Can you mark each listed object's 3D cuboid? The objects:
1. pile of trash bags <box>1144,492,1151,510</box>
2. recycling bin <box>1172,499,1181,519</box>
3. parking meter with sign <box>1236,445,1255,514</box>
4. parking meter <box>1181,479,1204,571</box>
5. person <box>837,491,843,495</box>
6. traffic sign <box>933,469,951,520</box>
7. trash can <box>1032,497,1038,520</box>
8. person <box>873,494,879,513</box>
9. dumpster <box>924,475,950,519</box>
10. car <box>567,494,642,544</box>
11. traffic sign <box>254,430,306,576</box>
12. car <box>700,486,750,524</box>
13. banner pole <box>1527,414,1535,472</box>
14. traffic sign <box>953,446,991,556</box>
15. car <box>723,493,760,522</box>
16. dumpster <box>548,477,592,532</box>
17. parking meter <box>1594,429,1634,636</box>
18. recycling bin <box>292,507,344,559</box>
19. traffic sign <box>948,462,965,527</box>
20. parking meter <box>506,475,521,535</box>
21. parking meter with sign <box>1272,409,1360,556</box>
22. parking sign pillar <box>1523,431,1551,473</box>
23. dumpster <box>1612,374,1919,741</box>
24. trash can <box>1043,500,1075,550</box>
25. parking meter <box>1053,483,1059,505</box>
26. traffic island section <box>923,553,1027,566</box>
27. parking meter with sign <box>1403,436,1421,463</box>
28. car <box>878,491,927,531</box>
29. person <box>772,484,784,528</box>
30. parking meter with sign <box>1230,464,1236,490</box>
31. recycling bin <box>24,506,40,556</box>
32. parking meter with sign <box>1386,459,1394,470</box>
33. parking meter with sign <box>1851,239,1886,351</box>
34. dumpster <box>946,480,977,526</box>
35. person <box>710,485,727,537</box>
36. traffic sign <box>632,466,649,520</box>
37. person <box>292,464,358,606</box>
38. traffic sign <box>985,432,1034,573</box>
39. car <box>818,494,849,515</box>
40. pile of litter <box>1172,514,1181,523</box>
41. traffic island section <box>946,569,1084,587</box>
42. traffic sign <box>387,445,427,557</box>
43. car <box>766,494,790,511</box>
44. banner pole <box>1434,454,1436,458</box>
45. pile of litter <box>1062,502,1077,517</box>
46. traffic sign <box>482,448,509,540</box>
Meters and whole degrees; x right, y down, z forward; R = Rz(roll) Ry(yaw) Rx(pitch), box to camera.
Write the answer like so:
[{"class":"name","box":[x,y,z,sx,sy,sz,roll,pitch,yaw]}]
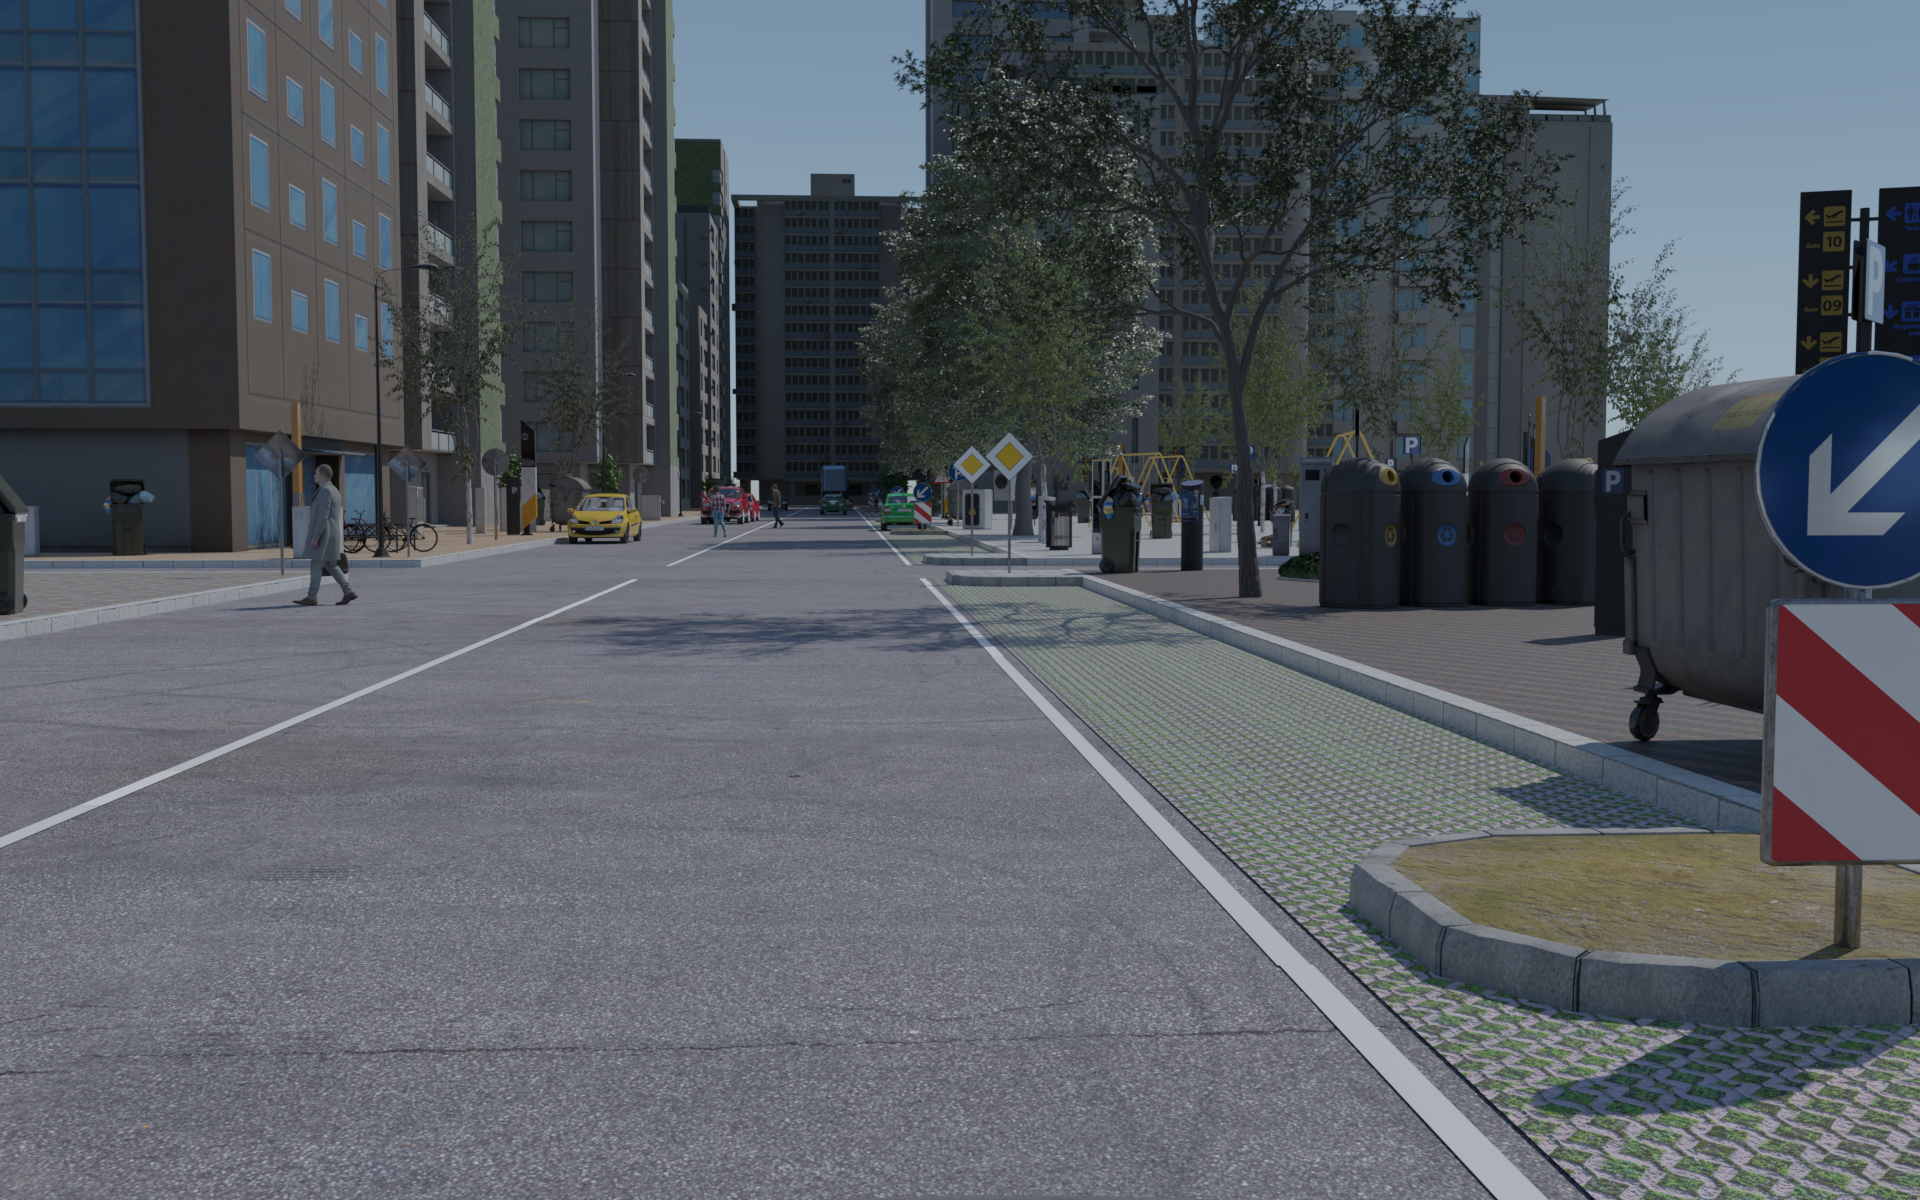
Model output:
[{"class":"pile of trash bags","box":[10.602,-4.781,87.928,1.912,1.369,3.447,-3,4,-38]},{"class":"recycling bin","box":[10.429,-4.375,84.091,0.722,1.027,0.722,0,4,-7]},{"class":"parking meter with sign","box":[10.323,-4.032,62.184,0.543,3.016,1.738,1,4,11]},{"class":"parking meter","box":[3.901,-1.265,29.089,0.372,1.533,0.369,0,3,0]},{"class":"person","box":[-9.884,-8.209,143.527,0.445,1.727,0.742,1,4,17]},{"class":"traffic sign","box":[-0.899,-5.188,84.829,0.884,2.594,0.081,0,4,1]},{"class":"trash can","box":[3.645,-4.634,87.422,0.748,1.137,0.748,0,3,0]},{"class":"person","box":[-6.279,-7.222,129.808,0.421,1.427,0.697,1,4,12]},{"class":"dumpster","box":[-1.262,-5.278,88.790,1.502,2.255,1.985,0,4,-4]},{"class":"car","box":[-10.495,-2.508,51.235,2.015,1.641,3.980,0,4,-2]},{"class":"traffic sign","box":[-10.674,-1.443,27.233,0.795,2.450,0.064,0,4,-4]},{"class":"car","box":[-11.307,-4.582,83.596,2.281,1.827,5.304,0,4,-2]},{"class":"banner pole","box":[18.000,-3.931,54.291,0.401,3.779,0.863,-2,4,-31]},{"class":"traffic sign","box":[0.247,-1.977,35.964,0.795,2.450,0.064,0,4,-4]},{"class":"car","box":[-11.449,-4.964,90.199,2.155,1.783,4.494,0,4,-2]},{"class":"dumpster","box":[-13.339,-3.268,59.188,1.264,1.857,1.865,0,4,-4]},{"class":"parking meter","box":[5.998,-0.614,15.754,0.255,1.863,0.399,-2,4,-31]},{"class":"recycling bin","box":[-12.842,-1.352,34.651,0.722,1.027,0.722,1,4,11]},{"class":"traffic sign","box":[-0.082,-4.146,67.895,0.768,2.556,0.104,0,4,5]},{"class":"parking meter","box":[-13.991,-2.970,54.275,0.399,1.863,0.255,-3,4,-37]},{"class":"parking meter with sign","box":[7.367,-2.422,35.861,1.738,3.016,0.543,1,4,14]},{"class":"parking sign pillar","box":[24.876,-5.268,74.601,1.447,3.967,1.447,-2,4,-24]},{"class":"dumpster","box":[4.111,-0.155,8.288,1.264,1.857,1.865,0,4,-4]},{"class":"trash can","box":[2.268,-1.713,39.655,0.748,1.137,0.748,0,3,0]},{"class":"parking meter","box":[5.148,-5.353,93.239,0.255,1.863,0.399,-1,4,-8]},{"class":"traffic island section","box":[0.270,-0.842,36.043,2.009,0.180,2.903,0,4,-4]},{"class":"parking meter with sign","box":[14.128,-3.460,52.839,0.543,3.016,1.738,3,5,39]},{"class":"car","box":[-2.256,-3.646,68.405,1.959,1.807,4.718,0,4,-3]},{"class":"person","box":[-7.705,-3.936,72.768,0.656,1.842,0.836,2,4,34]},{"class":"parking meter with sign","box":[16.318,-6.383,100.623,0.543,3.016,1.738,-1,4,-19]},{"class":"recycling bin","box":[-19.498,-1.424,35.837,0.722,1.027,0.722,-1,4,-21]},{"class":"parking meter with sign","box":[20.855,-5.531,86.699,0.543,3.016,1.738,-3,4,-36]},{"class":"parking meter with sign","box":[6.945,-0.937,11.578,1.738,3.016,0.543,3,5,40]},{"class":"dumpster","box":[0.098,-3.982,70.860,1.264,1.857,1.865,0,4,-4]},{"class":"person","box":[-8.076,-2.964,57.798,0.563,1.720,0.643,-2,4,-27]},{"class":"traffic sign","box":[-14.612,-4.843,79.282,0.768,2.556,0.104,0,4,-1]},{"class":"person","box":[-8.176,-0.835,22.252,0.767,1.812,0.694,0,4,-6]},{"class":"traffic sign","box":[0.795,-1.490,27.998,0.795,2.450,0.064,0,4,-4]},{"class":"car","box":[-8.757,-6.619,120.024,2.131,1.459,4.920,0,4,-3]},{"class":"pile of litter","box":[9.541,-3.929,78.211,1.719,0.858,1.176,0,4,1]},{"class":"traffic island section","box":[0.818,-0.354,28.077,2.009,0.180,2.903,0,4,-4]},{"class":"traffic sign","box":[-11.221,-1.930,35.200,0.795,2.450,0.064,0,4,-4]},{"class":"car","box":[-15.581,-8.457,148.050,2.009,1.686,4.222,0,4,-6]},{"class":"banner pole","box":[29.473,-7.242,108.423,0.863,3.779,0.401,2,4,26]},{"class":"pile of litter","box":[6.233,-5.243,99.681,1.176,0.858,1.719,1,4,18]},{"class":"traffic sign","box":[-12.920,-2.939,48.158,0.768,2.556,0.104,0,4,1]}]
